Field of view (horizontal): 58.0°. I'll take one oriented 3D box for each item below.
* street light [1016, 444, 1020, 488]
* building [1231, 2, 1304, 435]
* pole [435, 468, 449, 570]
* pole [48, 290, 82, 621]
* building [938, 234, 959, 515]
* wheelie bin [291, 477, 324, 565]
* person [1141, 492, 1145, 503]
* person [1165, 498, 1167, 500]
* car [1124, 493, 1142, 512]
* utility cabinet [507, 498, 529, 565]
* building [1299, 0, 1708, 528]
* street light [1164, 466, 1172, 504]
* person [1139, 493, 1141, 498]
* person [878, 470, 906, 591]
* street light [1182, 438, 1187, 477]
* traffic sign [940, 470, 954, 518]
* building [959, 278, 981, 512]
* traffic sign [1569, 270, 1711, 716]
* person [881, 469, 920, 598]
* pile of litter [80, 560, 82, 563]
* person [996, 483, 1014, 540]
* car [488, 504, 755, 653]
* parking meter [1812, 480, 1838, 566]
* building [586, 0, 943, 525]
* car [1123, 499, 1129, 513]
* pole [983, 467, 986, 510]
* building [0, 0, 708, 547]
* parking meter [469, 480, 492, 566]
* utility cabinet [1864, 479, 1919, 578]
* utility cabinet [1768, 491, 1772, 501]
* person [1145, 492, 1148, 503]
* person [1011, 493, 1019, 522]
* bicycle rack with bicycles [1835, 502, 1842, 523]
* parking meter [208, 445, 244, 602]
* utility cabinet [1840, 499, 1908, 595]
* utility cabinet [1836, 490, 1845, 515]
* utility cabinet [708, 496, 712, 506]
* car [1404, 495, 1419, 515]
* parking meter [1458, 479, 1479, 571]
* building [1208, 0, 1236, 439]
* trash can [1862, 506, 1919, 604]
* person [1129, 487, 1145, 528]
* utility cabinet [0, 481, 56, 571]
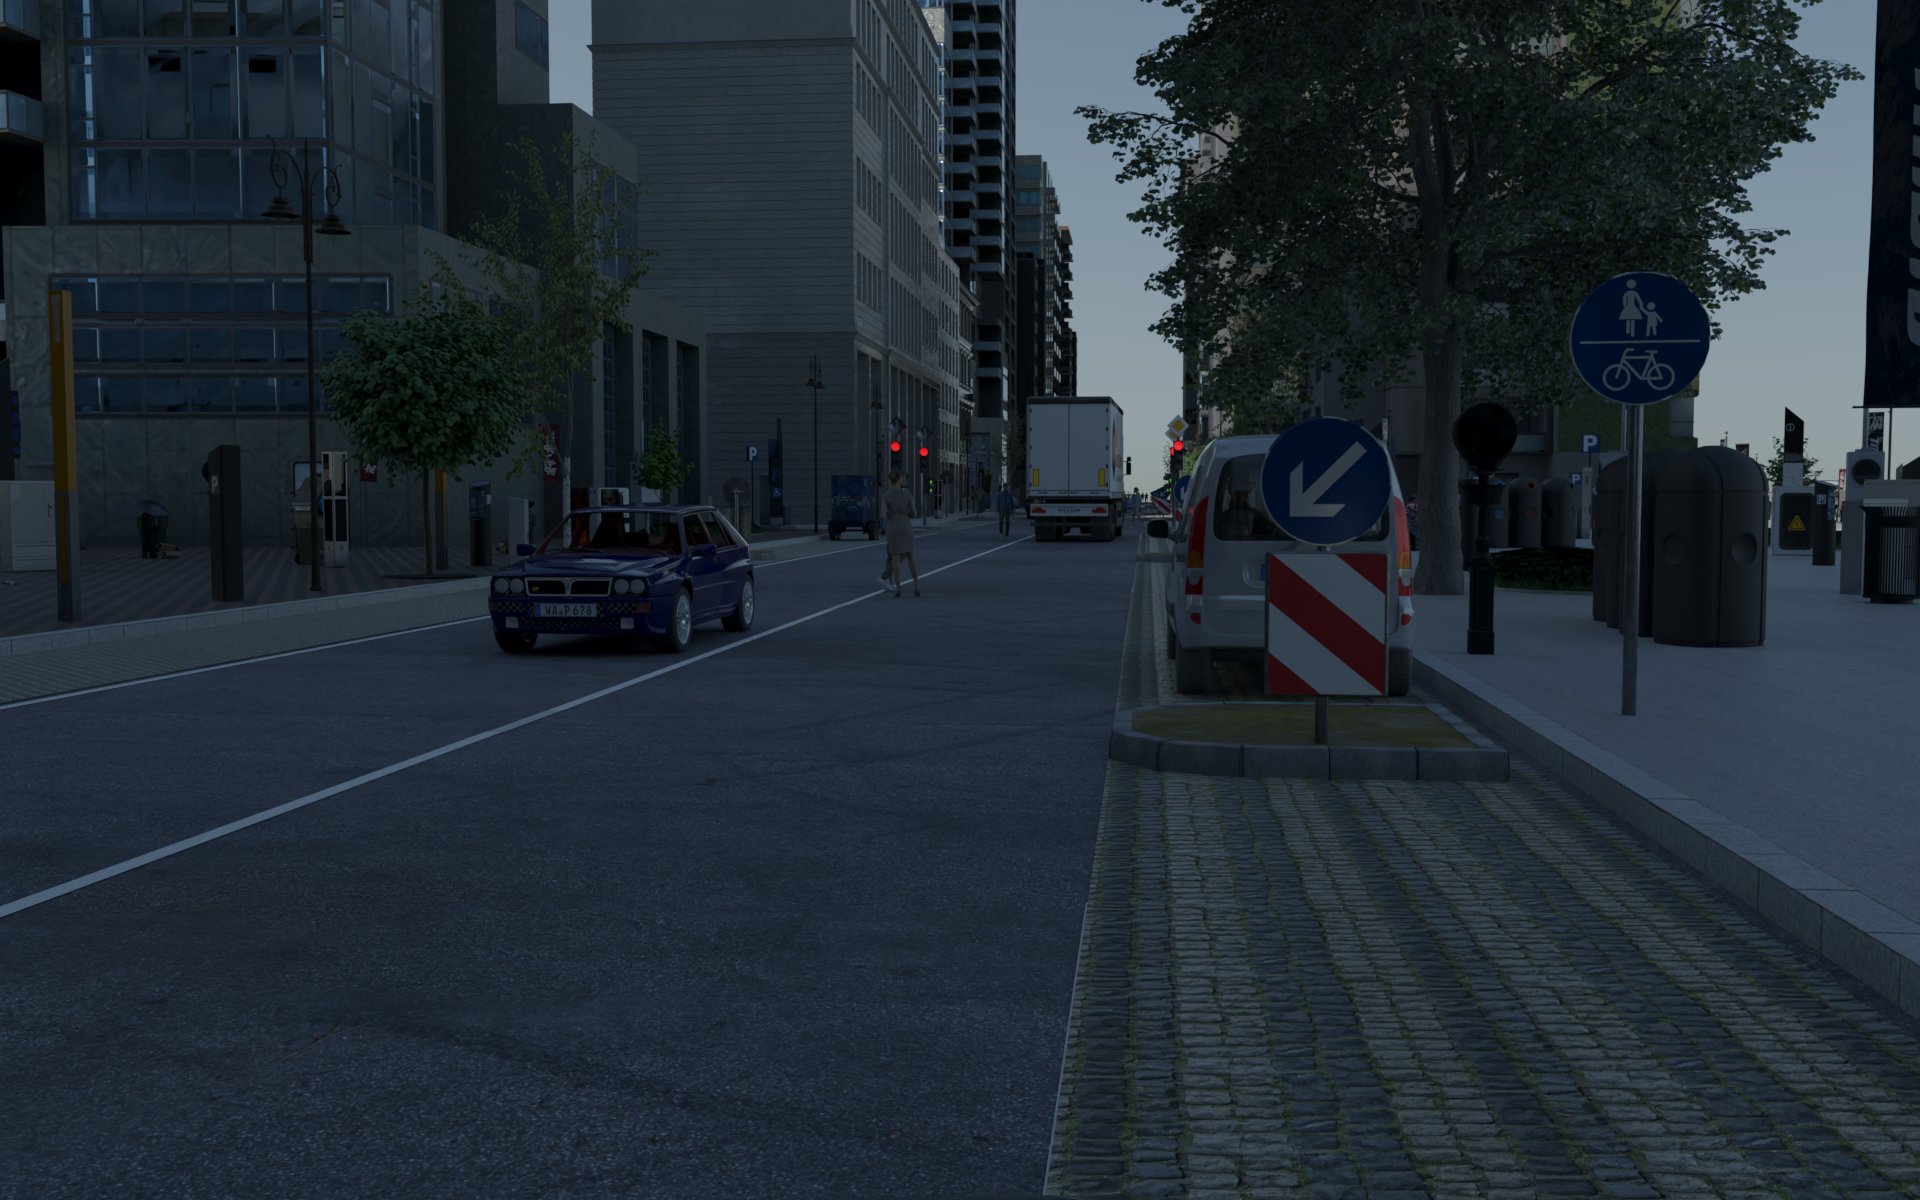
[{"bbox_3d":[4.772,-10.648,146.884,0.468,5.910,1.993,0,4,6],"label":"street light"},{"bbox_3d":[22.707,-20.063,99.732,14.160,30.474,14.107,0,4,6],"label":"building"},{"bbox_3d":[-8.773,-2.166,29.254,0.158,3.312,0.155,0,3,0],"label":"pole"},{"bbox_3d":[-9.022,-1.444,17.457,0.158,3.312,0.155,0,3,0],"label":"pole"},{"bbox_3d":[-6.112,-15.572,109.359,10.420,20.320,16.860,0,4,6],"label":"building"},{"bbox_3d":[-11.696,-1.443,31.505,0.980,1.594,0.693,2,4,32],"label":"wheelie bin"},{"bbox_3d":[28.921,-16.158,273.210,0.750,1.759,0.617,-3,5,-44],"label":"person"},{"bbox_3d":[14.726,-7.057,124.158,0.850,1.792,0.678,0,4,2],"label":"person"},{"bbox_3d":[13.669,-7.938,139.377,1.945,1.707,3.694,0,4,5],"label":"car"},{"bbox_3d":[-7.584,-1.139,29.784,0.306,1.237,1.020,-1,4,-11],"label":"utility cabinet"},{"bbox_3d":[21.974,-23.781,72.421,14.086,41.232,14.154,0,4,6],"label":"building"},{"bbox_3d":[32.036,-18.013,267.298,0.468,5.910,1.993,0,4,6],"label":"street light"},{"bbox_3d":[28.766,-16.539,278.935,0.705,1.821,1.348,3,5,39],"label":"person"},{"bbox_3d":[-1.002,-1.014,25.416,0.444,1.785,0.601,-1,4,-10],"label":"person"},{"bbox_3d":[19.273,-10.840,150.020,0.468,5.910,1.993,0,4,6],"label":"street light"},{"bbox_3d":[-0.714,-5.678,92.939,0.768,2.556,0.104,1,4,15],"label":"traffic sign"},{"bbox_3d":[-4.645,-16.072,127.410,10.561,19.102,19.286,0,4,6],"label":"building"},{"bbox_3d":[3.886,-0.604,9.984,0.768,2.556,0.104,1,4,11],"label":"traffic sign"},{"bbox_3d":[-0.826,-0.929,24.035,0.599,1.781,0.374,-1,4,-15],"label":"person"},{"bbox_3d":[-16.946,-1.113,32.164,1.176,0.858,1.719,-1,4,-21],"label":"pile of litter"},{"bbox_3d":[1.409,-2.776,54.235,0.601,1.785,0.444,0,4,-5],"label":"person"},{"bbox_3d":[-3.200,-0.265,16.914,1.945,1.354,3.894,0,4,6],"label":"car"},{"bbox_3d":[15.528,-1.387,31.094,0.372,1.533,0.369,0,3,0],"label":"parking meter"},{"bbox_3d":[-8.133,-18.861,85.865,11.434,29.767,29.804,0,4,6],"label":"building"},{"bbox_3d":[11.989,-7.488,134.221,2.131,1.459,4.920,0,4,7],"label":"car"},{"bbox_3d":[1.854,-8.488,132.619,0.158,3.312,0.155,0,3,0],"label":"pole"},{"bbox_3d":[-25.774,-45.152,50.908,31.000,86.520,22.319,0,4,6],"label":"building"},{"bbox_3d":[-8.531,-1.371,30.819,0.372,1.533,0.369,0,3,0],"label":"parking meter"},{"bbox_3d":[14.375,-1.077,26.292,1.173,1.500,0.318,2,4,24],"label":"utility cabinet"},{"bbox_3d":[56.718,-6.913,121.712,0.318,1.500,1.173,0,4,-6],"label":"utility cabinet"},{"bbox_3d":[28.644,-15.685,265.864,0.541,1.710,0.530,1,4,20],"label":"person"},{"bbox_3d":[2.712,-4.732,88.458,0.523,1.515,0.503,-3,5,-43],"label":"person"},{"bbox_3d":[37.846,-3.769,75.000,2.852,0.926,2.925,2,4,29],"label":"bicycle rack with bicycles"},{"bbox_3d":[-8.819,-0.923,20.804,0.399,1.863,0.255,3,5,44],"label":"parking meter"},{"bbox_3d":[11.801,-0.686,22.384,1.020,1.237,0.306,-2,4,-32],"label":"utility cabinet"},{"bbox_3d":[48.495,-5.288,95.136,0.318,1.500,1.173,0,4,7],"label":"utility cabinet"},{"bbox_3d":[-16.616,-6.206,112.623,1.020,1.237,0.306,-1,4,-15],"label":"utility cabinet"},{"bbox_3d":[18.733,-3.417,64.907,4.494,1.783,2.155,0,4,6],"label":"car"},{"bbox_3d":[8.501,-1.254,28.922,0.372,1.533,0.369,0,3,0],"label":"parking meter"},{"bbox_3d":[29.068,-35.808,127.467,21.231,58.520,28.212,0,4,6],"label":"building"},{"bbox_3d":[10.959,-0.531,20.341,0.748,1.137,0.748,0,3,0],"label":"trash can"},{"bbox_3d":[7.459,-3.903,73.059,0.760,1.731,0.466,-2,4,-35],"label":"person"},{"bbox_3d":[-15.319,-1.233,28.836,0.318,1.500,1.173,2,4,29],"label":"utility cabinet"}]
